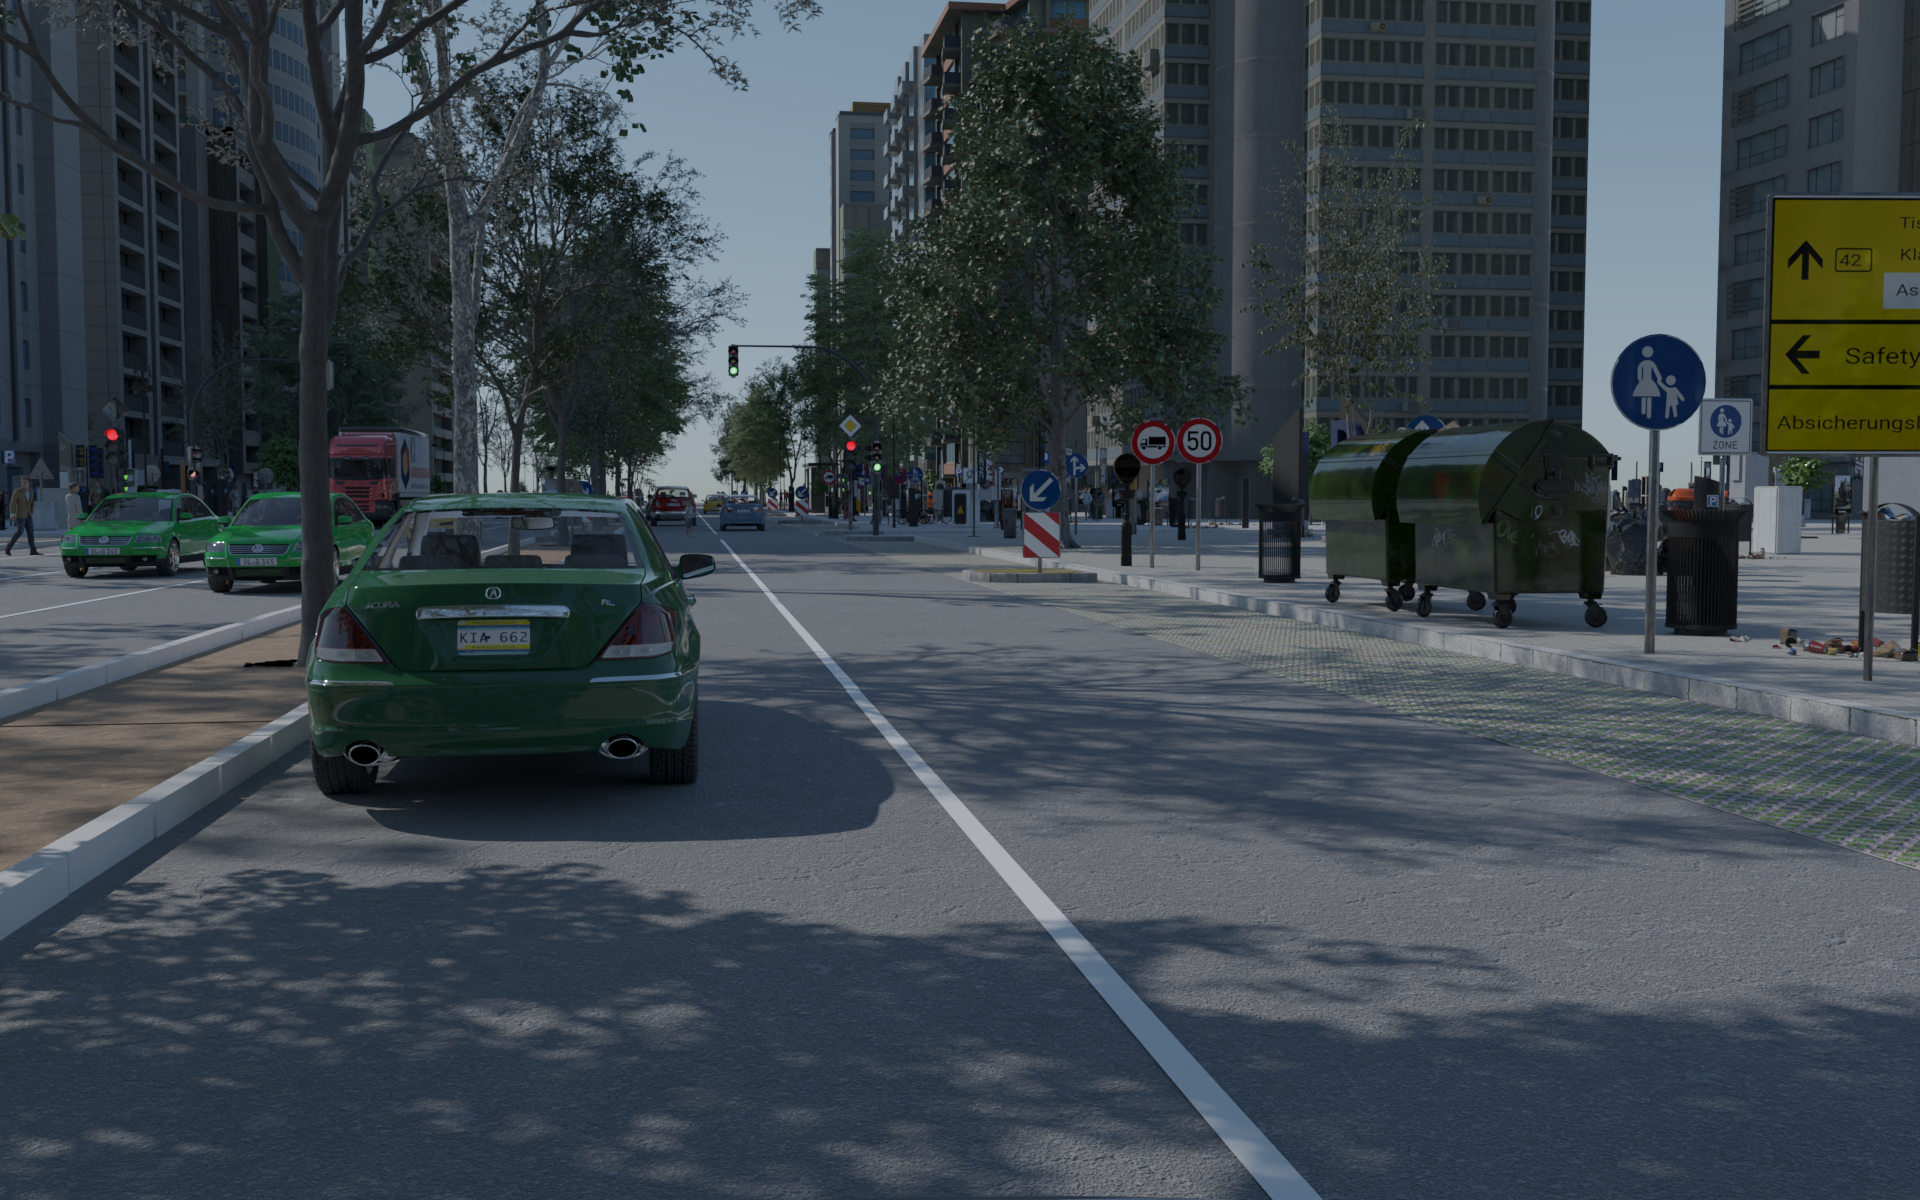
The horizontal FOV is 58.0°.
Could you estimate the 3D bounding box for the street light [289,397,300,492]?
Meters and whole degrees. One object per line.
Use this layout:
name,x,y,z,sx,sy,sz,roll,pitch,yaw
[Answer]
street light,-31.630,-6.726,82.764,0.468,5.910,1.993,-1,4,-9

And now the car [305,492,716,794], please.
car,-2.435,0.121,9.820,2.131,1.459,4.920,-1,4,-10

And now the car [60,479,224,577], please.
car,-14.734,-1.381,31.381,1.959,1.807,4.718,-1,4,-8

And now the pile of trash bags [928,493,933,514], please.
pile of trash bags,-1.502,-6.023,108.221,1.912,1.369,3.447,1,4,10

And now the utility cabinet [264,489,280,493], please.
utility cabinet,-32.012,-4.410,80.788,0.318,1.500,1.173,-3,4,-36

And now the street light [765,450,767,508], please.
street light,-18.510,-11.744,164.799,0.468,5.910,1.993,-1,4,-9

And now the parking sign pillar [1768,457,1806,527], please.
parking sign pillar,32.320,-4.845,67.693,1.447,3.967,1.447,-2,4,-31

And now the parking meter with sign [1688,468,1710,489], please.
parking meter with sign,48.892,-7.282,115.314,0.543,3.016,1.738,-3,5,-44

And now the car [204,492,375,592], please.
car,-10.273,-1.101,26.791,1.959,1.807,4.718,0,4,-8

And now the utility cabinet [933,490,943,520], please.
utility cabinet,-1.054,-4.627,84.332,0.318,1.500,1.173,-1,4,-11

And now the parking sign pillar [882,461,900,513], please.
parking sign pillar,-4.670,-7.734,114.925,1.447,3.967,1.447,-1,4,-11

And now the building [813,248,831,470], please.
building,-17.483,-37.043,289.242,14.154,41.232,14.086,-1,4,-9

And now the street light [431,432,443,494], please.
street light,-39.128,-9.561,129.117,0.468,5.910,1.993,-1,4,-9

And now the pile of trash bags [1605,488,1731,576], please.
pile of trash bags,11.236,-1.079,27.390,1.912,1.369,3.447,1,4,14

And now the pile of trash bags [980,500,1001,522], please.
pile of trash bags,2.073,-4.363,81.089,3.447,1.369,1.912,-1,4,-12

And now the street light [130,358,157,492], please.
street light,-27.834,-5.281,59.134,0.468,5.910,1.993,-1,4,-9

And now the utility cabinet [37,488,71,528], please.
utility cabinet,-33.271,-3.368,63.751,1.173,1.500,0.318,-2,4,-35

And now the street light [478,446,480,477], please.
street light,-43.633,-11.255,156.812,0.468,5.910,1.993,-1,4,-9

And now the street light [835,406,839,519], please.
street light,-6.294,-7.095,88.794,0.468,5.910,1.993,-1,4,-9

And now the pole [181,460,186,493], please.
pole,-46.077,-6.665,102.809,0.158,3.312,0.155,0,3,0

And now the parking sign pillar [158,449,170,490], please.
parking sign pillar,-47.441,-7.017,103.199,1.447,3.967,1.447,-2,4,-33

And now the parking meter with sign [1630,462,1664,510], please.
parking meter with sign,37.493,-6.018,94.653,1.738,3.016,0.543,-1,4,-14

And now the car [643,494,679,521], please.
car,-16.118,-5.025,93.951,2.131,1.459,4.920,-1,4,-9

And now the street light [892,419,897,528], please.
street light,-2.510,-5.694,65.886,0.468,5.910,1.993,-1,4,-9

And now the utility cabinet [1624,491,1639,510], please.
utility cabinet,45.888,-6.685,117.978,1.173,1.500,0.318,0,4,3

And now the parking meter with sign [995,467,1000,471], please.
parking meter with sign,2.384,-7.000,110.710,0.543,3.016,1.738,-1,4,-9

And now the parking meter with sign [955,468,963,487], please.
parking meter with sign,0.112,-7.206,114.078,0.543,3.016,1.738,-1,4,-14

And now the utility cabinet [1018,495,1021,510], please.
utility cabinet,3.813,-6.239,113.163,0.306,1.237,1.020,3,4,36

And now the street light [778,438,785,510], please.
street light,-14.707,-10.343,141.895,0.468,5.910,1.993,-1,4,-9

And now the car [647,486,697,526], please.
car,-13.128,-4.307,79.099,2.281,1.827,5.304,-1,4,-10

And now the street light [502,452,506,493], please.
street light,-47.290,-12.658,179.740,0.468,5.910,1.993,-1,4,-9

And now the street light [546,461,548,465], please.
street light,-56.848,-16.256,238.579,0.468,5.910,1.993,-1,4,-9

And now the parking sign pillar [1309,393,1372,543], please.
parking sign pillar,10.269,-3.490,45.531,1.447,3.967,1.447,-1,4,-20

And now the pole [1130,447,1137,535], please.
pole,5.483,-3.720,54.666,0.158,3.312,0.155,0,3,0

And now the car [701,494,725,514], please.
car,-17.927,-7.128,126.771,2.015,1.641,3.980,0,4,-8

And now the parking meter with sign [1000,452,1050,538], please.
parking meter with sign,2.139,-3.291,50.071,1.738,3.016,0.543,0,4,8

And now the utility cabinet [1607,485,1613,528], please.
utility cabinet,15.629,-2.118,43.311,1.173,1.500,0.318,1,4,19

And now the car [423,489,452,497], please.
car,-14.699,-2.395,49.383,2.015,1.641,3.980,-1,4,-9

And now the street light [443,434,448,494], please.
street light,-39.884,-9.854,133.899,0.468,5.910,1.993,-1,4,-9

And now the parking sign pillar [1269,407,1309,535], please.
parking sign pillar,10.431,-4.044,54.597,1.447,3.967,1.447,-2,4,-27

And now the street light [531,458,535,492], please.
street light,-53.122,-14.855,215.662,0.468,5.910,1.993,-1,4,-9

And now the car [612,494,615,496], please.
car,-50.671,-14.982,255.180,2.015,1.641,3.980,-1,4,-10

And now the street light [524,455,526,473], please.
street light,-50.916,-14.060,202.673,0.468,5.910,1.993,-1,4,-9

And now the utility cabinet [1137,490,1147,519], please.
utility cabinet,9.231,-4.842,87.850,0.318,1.500,1.173,1,4,17

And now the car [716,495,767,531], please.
car,-8.634,-3.459,68.550,2.014,1.417,4.499,-1,4,-8

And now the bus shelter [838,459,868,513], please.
bus shelter,-7.334,-7.761,118.169,1.731,3.624,6.357,-1,4,-9

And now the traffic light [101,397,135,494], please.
traffic light,-24.308,-3.732,49.946,0.839,4.253,0.868,-1,4,-9

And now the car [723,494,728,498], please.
car,-20.375,-8.449,146.935,1.959,1.807,4.718,-1,4,-9

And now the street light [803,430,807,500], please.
street light,-10.066,-8.547,112.528,0.468,5.910,1.993,-1,4,-9

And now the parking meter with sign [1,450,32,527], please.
parking meter with sign,-36.804,-4.385,67.960,1.738,3.016,0.543,2,4,30

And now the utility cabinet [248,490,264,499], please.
utility cabinet,-40.822,-5.631,100.752,1.173,1.500,0.318,1,4,17

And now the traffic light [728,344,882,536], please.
traffic light,-4.679,-4.789,52.970,4.771,5.953,1.251,-1,4,-9

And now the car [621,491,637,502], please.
car,-37.290,-11.367,194.515,2.281,1.827,5.304,0,4,-7

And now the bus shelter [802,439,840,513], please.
bus shelter,-9.723,-8.685,119.634,2.179,5.291,8.768,-1,4,-9
